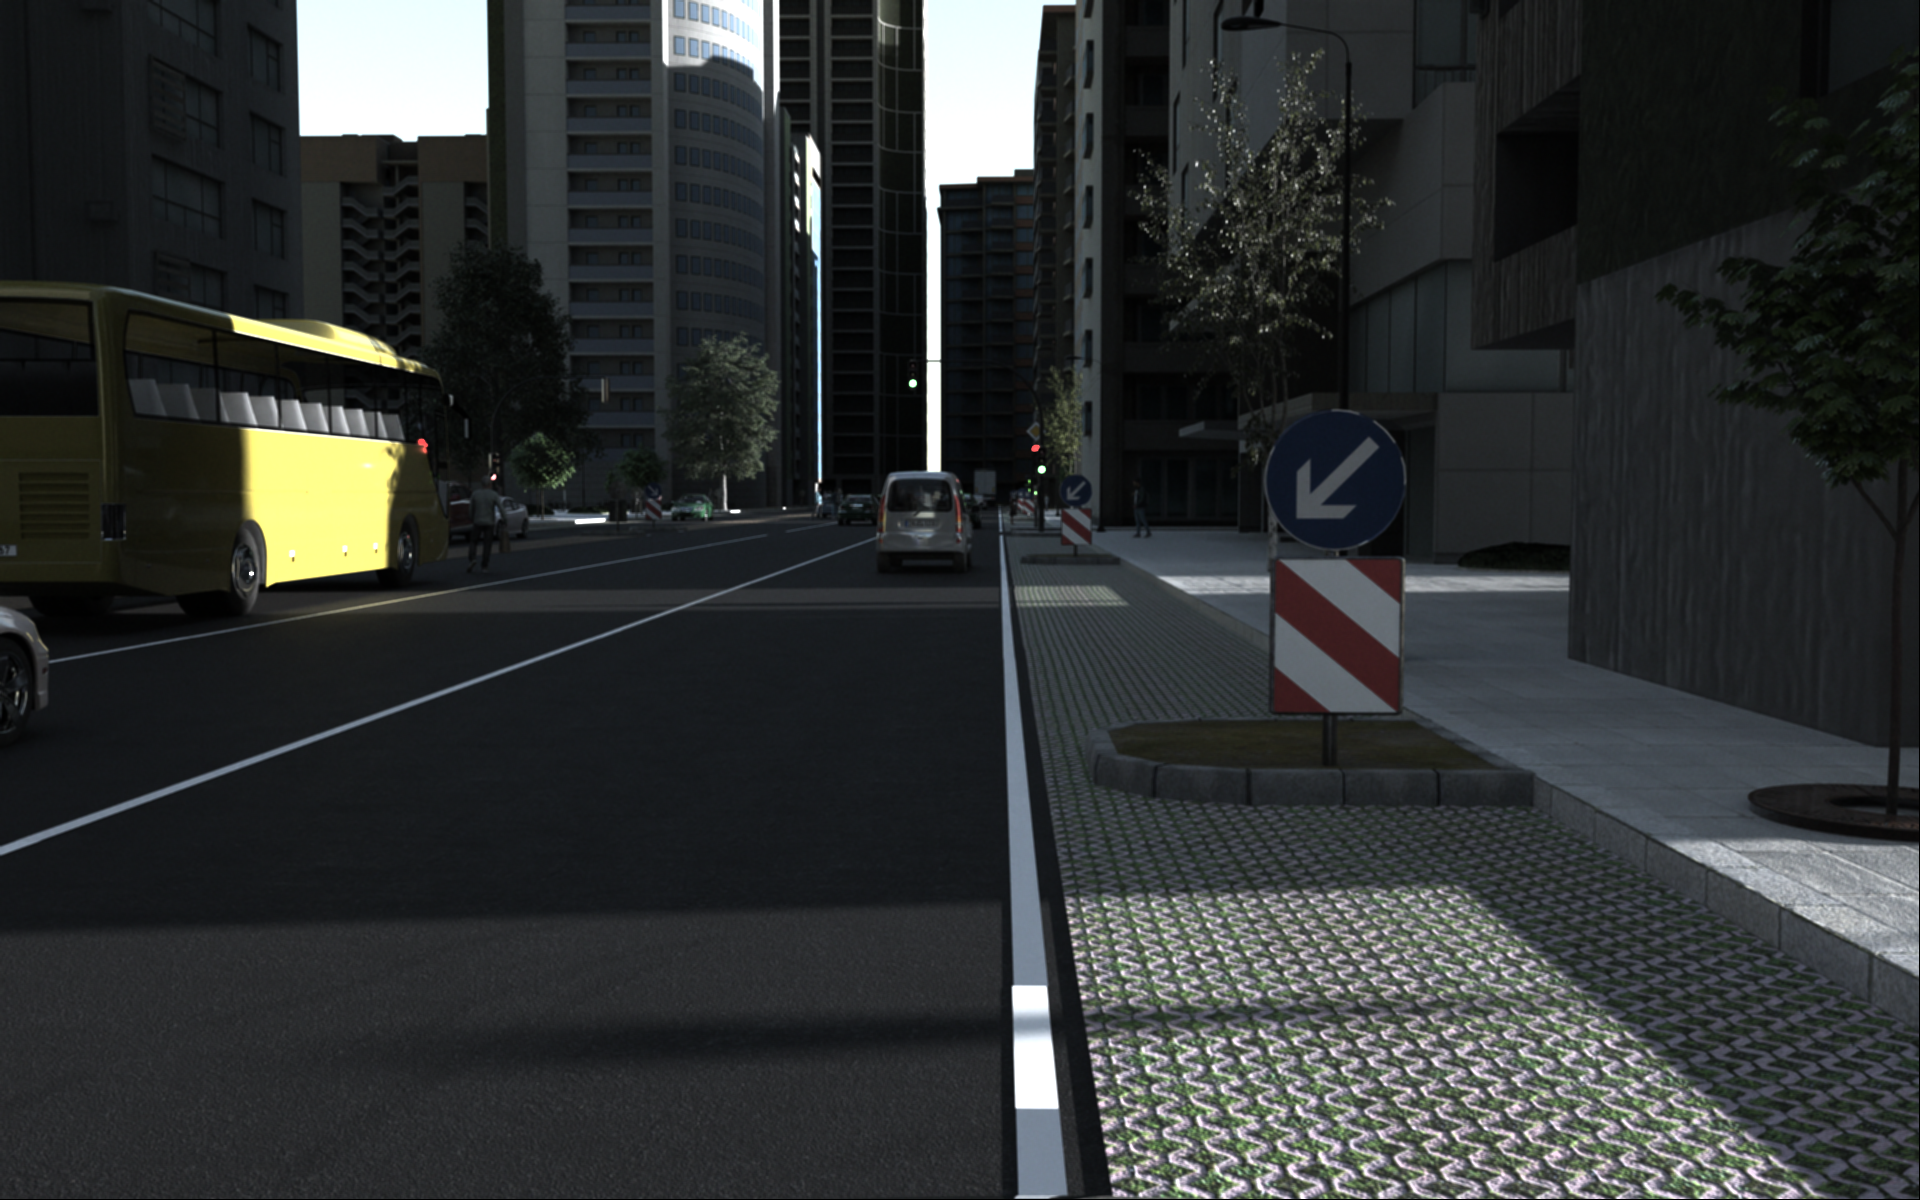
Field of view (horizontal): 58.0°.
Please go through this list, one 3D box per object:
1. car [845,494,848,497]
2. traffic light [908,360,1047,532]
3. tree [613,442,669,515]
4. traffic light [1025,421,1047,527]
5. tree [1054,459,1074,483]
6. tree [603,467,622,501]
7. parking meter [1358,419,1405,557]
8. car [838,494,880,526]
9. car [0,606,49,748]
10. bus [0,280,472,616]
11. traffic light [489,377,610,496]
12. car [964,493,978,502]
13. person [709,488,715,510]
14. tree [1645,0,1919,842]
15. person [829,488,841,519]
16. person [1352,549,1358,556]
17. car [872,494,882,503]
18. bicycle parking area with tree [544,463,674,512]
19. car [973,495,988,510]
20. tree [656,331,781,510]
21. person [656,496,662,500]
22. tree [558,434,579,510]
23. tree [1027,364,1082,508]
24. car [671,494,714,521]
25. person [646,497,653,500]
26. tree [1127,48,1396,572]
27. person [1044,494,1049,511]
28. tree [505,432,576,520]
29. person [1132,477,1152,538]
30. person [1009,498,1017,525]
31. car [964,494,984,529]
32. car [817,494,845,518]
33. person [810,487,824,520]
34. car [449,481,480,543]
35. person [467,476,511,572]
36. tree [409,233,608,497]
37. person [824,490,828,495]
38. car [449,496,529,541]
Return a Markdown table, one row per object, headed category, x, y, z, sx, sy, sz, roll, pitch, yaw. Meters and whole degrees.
| category | x | y | z | sx | sy | sz | roll | pitch | yaw |
| --- | --- | --- | --- | --- | --- | --- | --- | --- | --- |
| car | -12.598 | -11.815 | 202.213 | 2.155 | 1.783 | 4.494 | 0 | 4 | 1 |
| traffic light | 0.640 | -5.134 | 58.602 | 4.771 | 5.953 | 1.251 | 0 | 4 | 1 |
| tree | -19.597 | -7.501 | 106.349 | 4.285 | 4.588 | 4.351 | 0 | 3 | 0 |
| traffic light | 2.911 | -4.756 | 66.680 | 0.839 | 4.253 | 0.868 | 0 | 4 | 1 |
| tree | 9.266 | -9.544 | 139.758 | 4.285 | 4.588 | 4.351 | 0 | 3 | 0 |
| tree | -24.068 | -7.622 | 119.226 | 1.663 | 3.219 | 1.824 | 0 | 3 | 0 |
| parking meter | 3.245 | -0.468 | 13.360 | 0.255 | 1.863 | 0.399 | 0 | 4 | -5 |
| car | -4.591 | -4.195 | 80.381 | 2.131 | 1.459 | 4.920 | 0 | 4 | 3 |
| car | -6.317 | 0.247 | 8.322 | 2.083 | 1.381 | 4.827 | 0 | 4 | 0 |
| bus | -9.644 | -1.935 | 23.191 | 2.896 | 3.916 | 12.252 | 0 | 4 | 0 |
| traffic light | -15.952 | -5.655 | 67.119 | 4.771 | 5.953 | 1.251 | 0 | 4 | 1 |
| car | 0.002 | -5.381 | 96.768 | 1.959 | 1.807 | 4.718 | 0 | 4 | 1 |
| person | -20.302 | -8.275 | 141.447 | 0.767 | 1.812 | 0.694 | 2 | 4 | 29 |
| tree | 3.687 | -0.736 | 6.628 | 1.663 | 3.219 | 1.824 | 0 | 3 | 0 |
| person | -7.101 | -5.500 | 98.772 | 0.623 | 1.781 | 0.721 | -1 | 4 | -21 |
| person | 5.508 | -1.057 | 23.433 | 0.850 | 1.850 | 0.679 | 1 | 4 | 13 |
| car | -4.743 | -5.112 | 93.366 | 2.009 | 1.686 | 4.222 | 0 | 4 | 2 |
| bicycle parking area with tree | -24.966 | -8.444 | 125.062 | 8.231 | 4.147 | 9.016 | 2 | 4 | 30 |
| car | 1.504 | -8.989 | 159.339 | 2.083 | 1.381 | 4.827 | 0 | 4 | -1 |
| tree | -18.681 | -13.987 | 135.336 | 9.857 | 13.997 | 8.962 | 0 | 3 | 0 |
| person | -19.933 | -6.560 | 114.138 | 0.643 | 1.720 | 0.563 | -1 | 4 | -18 |
| tree | -32.268 | -11.609 | 140.172 | 4.737 | 8.622 | 4.395 | 0 | 3 | 0 |
| tree | 6.000 | -8.960 | 96.863 | 4.737 | 8.622 | 4.395 | 0 | 3 | 0 |
| car | -14.341 | -4.973 | 93.098 | 2.131 | 1.459 | 4.920 | 0 | 4 | -1 |
| person | -19.884 | -6.427 | 111.106 | 0.573 | 1.828 | 0.580 | 2 | 4 | 29 |
| tree | 4.894 | -4.765 | 28.269 | 4.360 | 8.622 | 3.978 | 0 | 3 | 0 |
| person | 6.707 | -7.580 | 134.260 | 0.425 | 1.301 | 0.394 | 2 | 4 | 27 |
| tree | -22.798 | -6.725 | 93.666 | 4.285 | 4.588 | 4.351 | 0 | 3 | 0 |
| person | 5.296 | -2.732 | 51.053 | 0.721 | 1.781 | 0.623 | -2 | 4 | -25 |
| person | 2.490 | -4.144 | 80.930 | 0.373 | 1.253 | 0.362 | 0 | 4 | -7 |
| car | -0.050 | -3.745 | 73.023 | 2.131 | 1.459 | 4.920 | 0 | 4 | 2 |
| car | -7.563 | -5.624 | 103.950 | 2.014 | 1.417 | 4.499 | 0 | 4 | 2 |
| person | -7.832 | -5.312 | 95.210 | 0.748 | 1.841 | 0.638 | 2 | 4 | 27 |
| car | -15.267 | -2.507 | 49.661 | 2.281 | 1.827 | 5.304 | 0 | 3 | 0 |
| person | -8.646 | -1.396 | 31.808 | 0.782 | 1.767 | 0.515 | 0 | 4 | -5 |
| tree | -20.417 | -9.741 | 76.271 | 9.611 | 12.733 | 9.660 | 0 | 3 | 0 |
| person | -11.535 | -8.509 | 148.294 | 0.621 | 1.740 | 0.551 | 0 | 4 | -6 |
| car | -15.060 | -2.603 | 54.920 | 2.083 | 1.381 | 4.827 | 0 | 4 | 2 |
